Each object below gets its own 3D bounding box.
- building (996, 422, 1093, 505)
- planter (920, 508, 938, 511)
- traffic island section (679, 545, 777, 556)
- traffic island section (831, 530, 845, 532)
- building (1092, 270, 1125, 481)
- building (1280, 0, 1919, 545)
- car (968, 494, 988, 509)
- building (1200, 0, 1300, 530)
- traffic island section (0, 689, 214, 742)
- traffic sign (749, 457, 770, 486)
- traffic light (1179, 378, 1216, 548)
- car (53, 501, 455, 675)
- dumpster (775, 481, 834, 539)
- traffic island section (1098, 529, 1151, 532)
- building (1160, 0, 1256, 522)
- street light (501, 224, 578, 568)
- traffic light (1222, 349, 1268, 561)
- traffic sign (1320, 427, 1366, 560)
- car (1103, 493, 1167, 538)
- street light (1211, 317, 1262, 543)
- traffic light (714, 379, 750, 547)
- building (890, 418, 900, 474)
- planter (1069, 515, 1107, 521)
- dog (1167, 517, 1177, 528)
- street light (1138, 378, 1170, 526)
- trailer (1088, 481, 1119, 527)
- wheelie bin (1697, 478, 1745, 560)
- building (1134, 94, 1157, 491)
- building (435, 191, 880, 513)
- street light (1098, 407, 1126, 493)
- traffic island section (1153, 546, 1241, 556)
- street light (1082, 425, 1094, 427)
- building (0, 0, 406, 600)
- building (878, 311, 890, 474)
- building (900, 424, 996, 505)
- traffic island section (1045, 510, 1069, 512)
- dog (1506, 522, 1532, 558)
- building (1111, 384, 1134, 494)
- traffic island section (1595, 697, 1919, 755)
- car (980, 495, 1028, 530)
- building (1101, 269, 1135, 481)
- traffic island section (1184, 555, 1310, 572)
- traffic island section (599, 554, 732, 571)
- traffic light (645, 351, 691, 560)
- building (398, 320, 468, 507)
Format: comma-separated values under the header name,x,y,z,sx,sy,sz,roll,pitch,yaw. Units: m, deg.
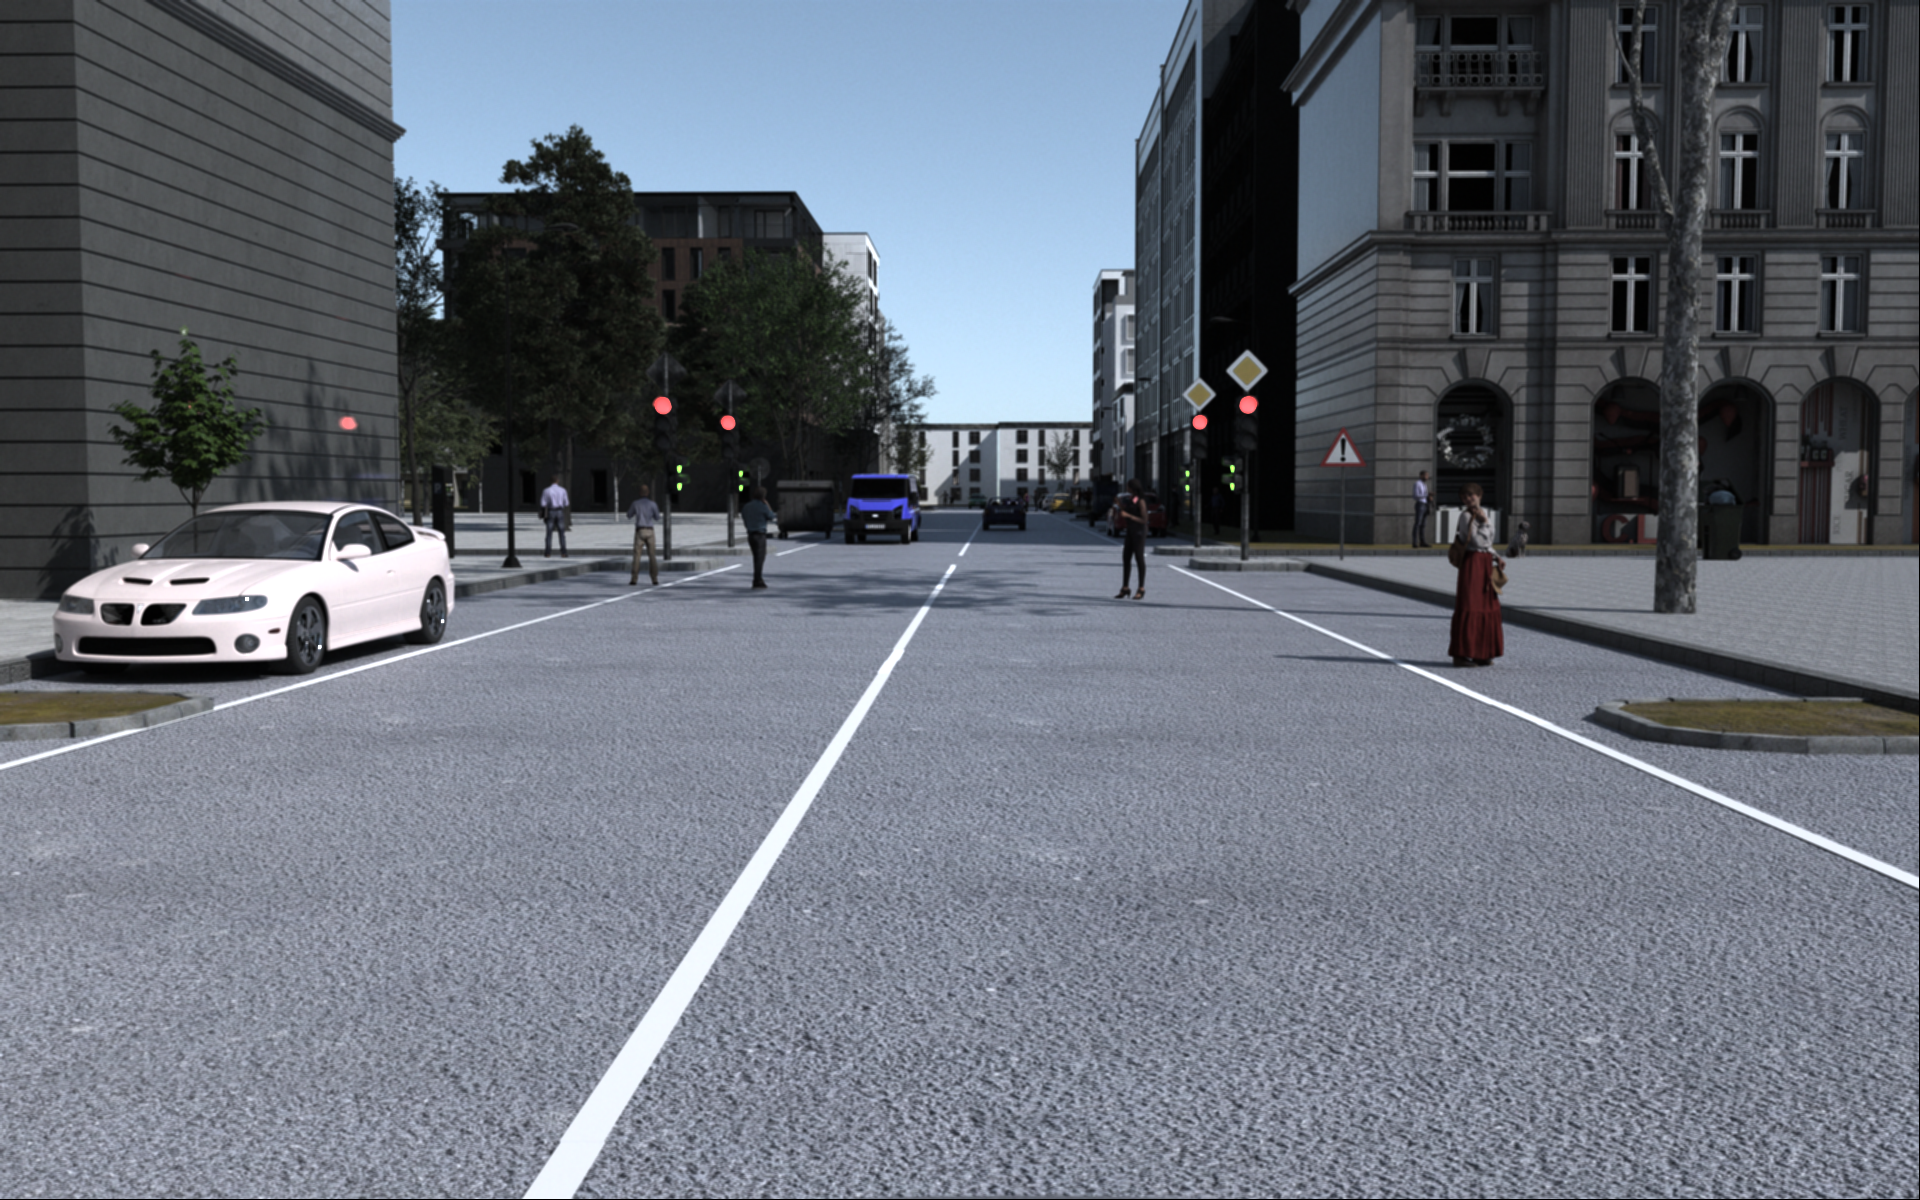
name,x,y,z,sx,sy,sz,roll,pitch,yaw
building,18.601,-16.142,206.073,28.070,9.664,9.099,0,4,1
planter,-2.843,-7.484,143.505,1.991,0.319,1.994,0,4,1
traffic island section,-5.532,-1.188,41.710,2.009,0.180,2.903,0,4,1
traffic island section,-4.644,-2.659,66.347,1.991,0.108,1.994,0,4,1
building,27.159,-20.171,173.765,27.936,21.610,32.646,0,4,1
building,22.099,-12.650,48.630,24.055,21.916,13.314,0,4,1
car,1.744,-9.891,170.517,1.959,1.807,4.718,0,4,1
building,16.641,-14.596,68.324,12.332,23.373,15.834,0,4,1
traffic island section,-5.934,0.727,10.979,1.991,0.108,1.994,0,4,1
traffic sign,-6.919,-3.644,59.687,0.768,2.556,0.104,0,4,8
traffic light,5.666,-3.186,41.335,0.839,4.213,0.868,0,4,1
car,-5.997,-0.178,15.273,2.083,1.381,4.827,0,4,3
dumpster,-4.944,-2.891,55.483,1.865,1.857,1.264,0,3,0
traffic island section,6.278,-2.645,66.105,1.991,0.108,1.994,0,4,1
building,16.829,-16.398,86.131,12.078,24.808,19.932,0,4,1
street light,-7.254,-3.509,29.913,1.470,5.913,1.316,0,4,1
traffic light,5.481,-2.698,33.352,0.839,4.213,0.868,0,4,1
traffic sign,7.419,-2.054,33.590,0.884,2.594,0.081,1,4,10
car,5.947,-3.029,58.572,2.155,1.783,4.494,0,4,1
street light,7.281,-4.471,45.645,1.470,5.913,1.316,0,4,1
traffic light,-5.493,-3.201,41.576,0.839,4.213,0.868,0,4,1
building,-21.022,-14.967,186.862,28.070,9.664,9.099,0,4,1
planter,6.914,-4.427,93.516,1.991,0.319,1.994,0,4,1
dog,8.020,-2.904,65.211,0.748,0.427,0.550,-3,4,-36
street light,7.797,-5.914,69.236,1.470,5.913,1.316,0,4,1
trailer,6.410,-4.269,76.850,1.471,1.999,3.904,0,4,1
wheelie bin,14.832,-1.580,33.747,0.693,1.594,0.980,0,4,-1
building,17.472,-17.614,106.016,12.078,24.808,19.932,0,4,1
building,-21.252,-17.723,133.745,27.936,21.610,32.646,0,4,1
street light,8.309,-7.357,92.827,1.470,5.913,1.316,0,4,1
traffic island section,5.706,-1.172,41.446,2.009,0.180,2.903,0,4,1
street light,8.902,-8.800,116.423,1.470,5.913,1.316,0,4,1
building,-25.145,-15.200,26.012,29.804,29.767,11.434,0,4,1
building,-16.084,-18.318,165.952,16.747,18.905,31.486,0,4,1
building,-9.440,-16.238,207.643,28.070,9.664,9.099,0,4,1
traffic island section,8.049,-7.362,143.240,1.991,0.108,1.994,0,4,1
dog,12.371,-1.320,38.422,0.513,0.831,0.800,1,4,12
building,16.963,-11.608,131.936,9.099,9.664,28.070,0,4,1
traffic island section,4.988,0.755,10.517,1.991,0.108,1.994,0,4,1
car,1.776,-3.504,69.865,1.945,1.354,3.894,0,4,1
building,20.514,-18.031,151.228,16.016,20.091,11.380,0,4,1
traffic island section,5.521,-0.684,33.463,2.009,0.180,2.903,0,4,1
traffic island section,-5.717,-0.700,33.727,2.009,0.180,2.903,0,4,1
traffic light,-5.677,-2.712,33.593,0.839,4.213,0.868,0,4,1
building,-51.491,-19.399,183.628,31.486,18.905,16.747,0,4,1
